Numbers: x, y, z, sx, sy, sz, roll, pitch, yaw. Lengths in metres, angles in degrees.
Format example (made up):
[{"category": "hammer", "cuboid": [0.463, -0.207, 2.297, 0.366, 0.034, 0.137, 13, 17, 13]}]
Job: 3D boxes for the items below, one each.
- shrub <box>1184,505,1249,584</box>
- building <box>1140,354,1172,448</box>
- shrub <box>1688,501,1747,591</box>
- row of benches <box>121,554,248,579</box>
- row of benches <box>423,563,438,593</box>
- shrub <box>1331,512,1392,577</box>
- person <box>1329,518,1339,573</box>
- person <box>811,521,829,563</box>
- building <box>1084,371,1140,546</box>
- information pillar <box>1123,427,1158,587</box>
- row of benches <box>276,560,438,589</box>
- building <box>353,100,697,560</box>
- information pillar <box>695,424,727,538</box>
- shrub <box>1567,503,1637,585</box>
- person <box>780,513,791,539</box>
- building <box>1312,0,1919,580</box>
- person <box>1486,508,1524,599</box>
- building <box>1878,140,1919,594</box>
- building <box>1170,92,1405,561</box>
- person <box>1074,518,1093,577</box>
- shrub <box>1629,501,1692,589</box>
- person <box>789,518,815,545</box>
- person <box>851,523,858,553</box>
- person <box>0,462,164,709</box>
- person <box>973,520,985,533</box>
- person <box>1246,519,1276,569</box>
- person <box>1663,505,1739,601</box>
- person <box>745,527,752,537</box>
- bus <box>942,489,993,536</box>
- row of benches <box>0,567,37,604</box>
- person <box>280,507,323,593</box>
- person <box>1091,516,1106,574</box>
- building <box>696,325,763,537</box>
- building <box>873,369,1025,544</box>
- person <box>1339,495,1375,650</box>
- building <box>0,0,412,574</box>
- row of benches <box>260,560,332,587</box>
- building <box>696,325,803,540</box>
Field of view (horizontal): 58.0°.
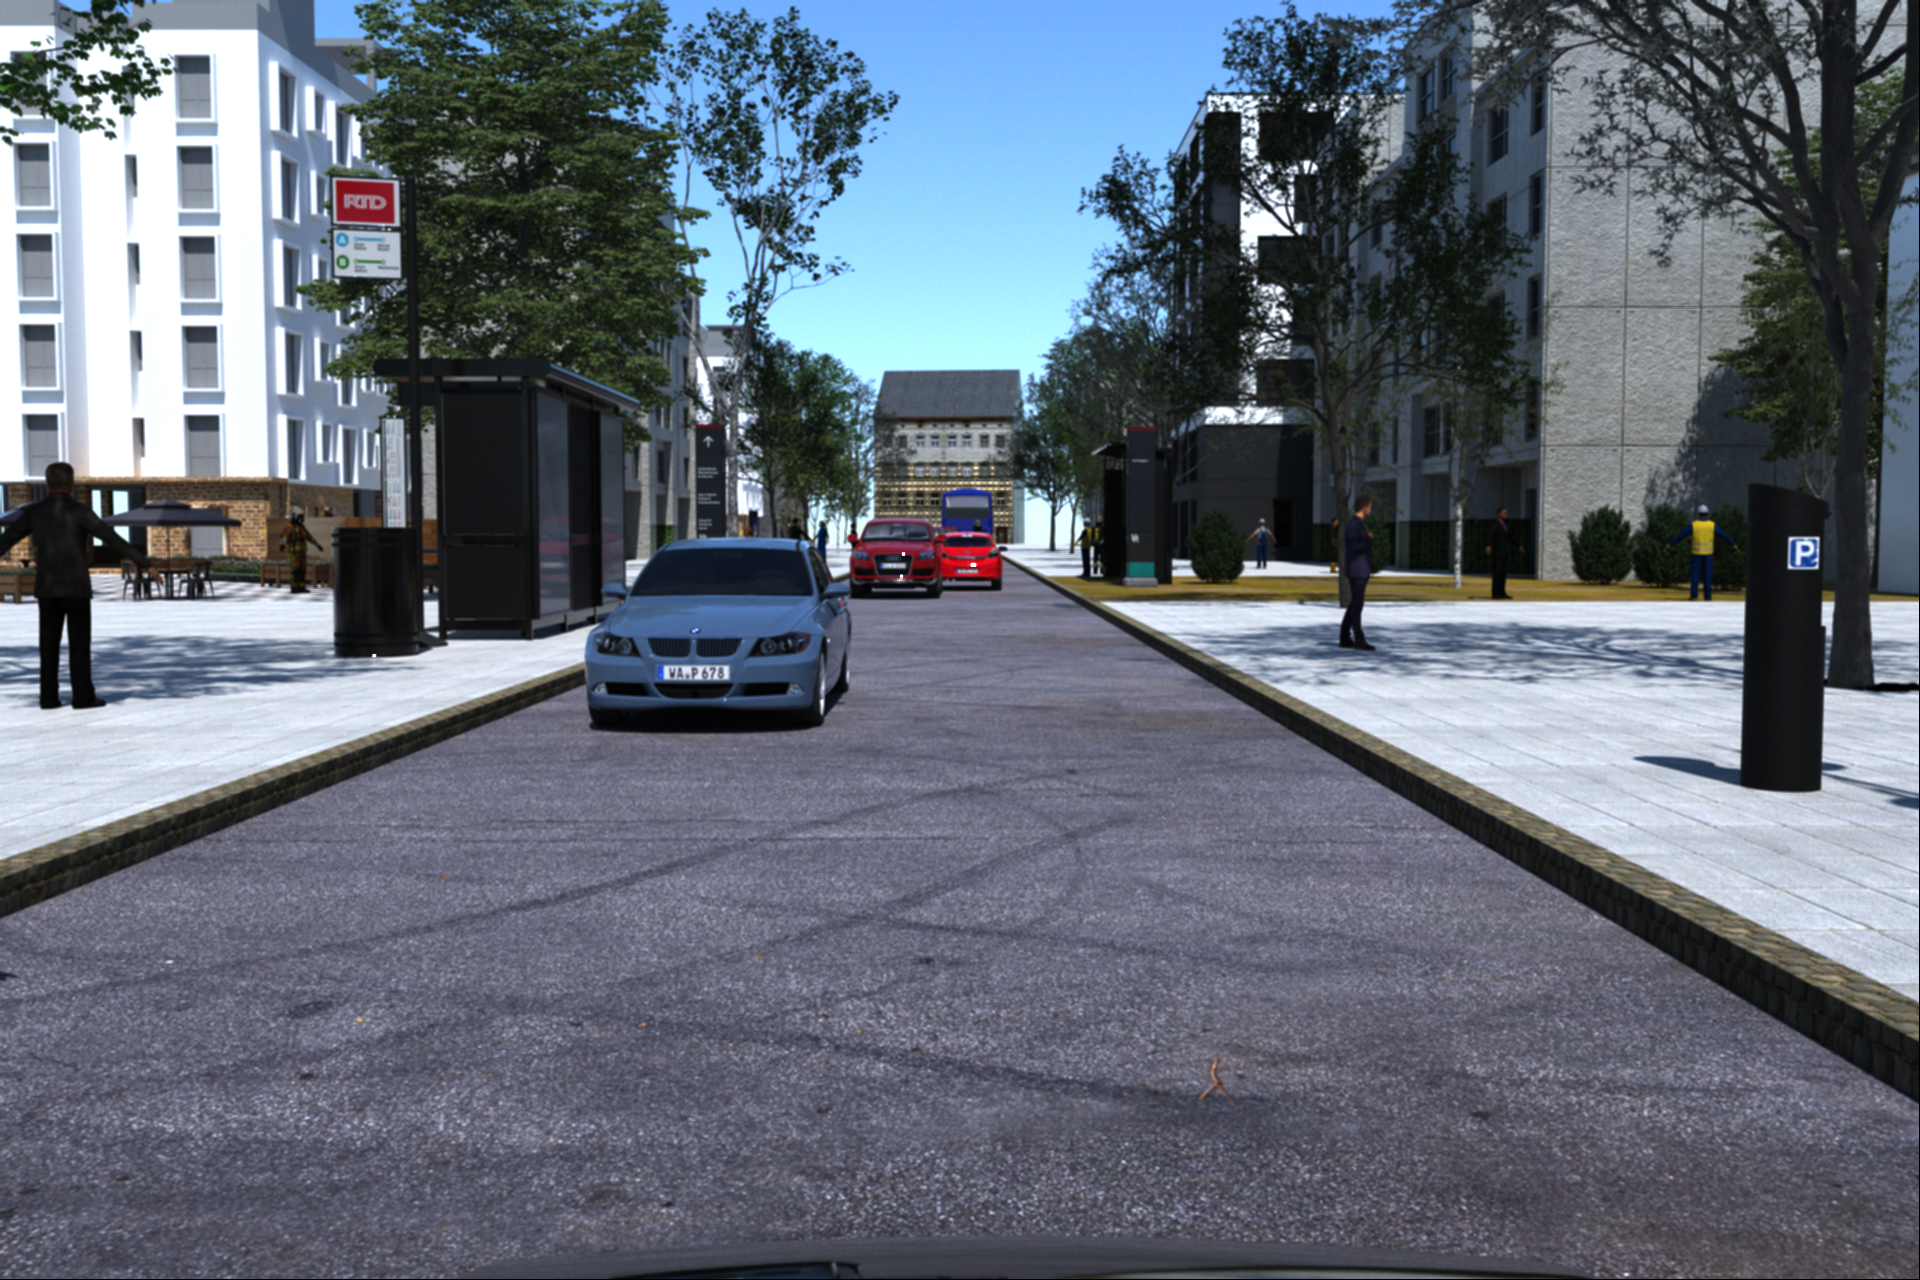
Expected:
[{"category": "shrub", "cuboid": [6.613, -2.457, 44.592, 1.690, 2.028, 1.600, 0, 3, 0]}, {"category": "building", "cuboid": [26.476, -19.950, 157.114, 19.493, 23.208, 18.063, 0, 4, 0]}, {"category": "shrub", "cuboid": [17.291, -2.114, 38.980, 1.690, 2.028, 1.600, 0, 3, 0]}, {"category": "row of benches", "cuboid": [-22.950, -2.208, 51.557, 1.422, 0.672, 4.104, 2, 4, 27]}, {"category": "row of benches", "cuboid": [-11.072, -1.325, 37.133, 4.104, 0.672, 1.422, 1, 4, 23]}, {"category": "shrub", "cuboid": [11.813, -2.868, 50.929, 1.661, 2.075, 1.752, 0, 3, 0]}, {"category": "person", "cuboid": [12.314, -3.102, 56.855, 0.704, 1.812, 1.346, 1, 4, 19]}, {"category": "person", "cuboid": [-5.524, -3.849, 69.066, 0.704, 1.817, 1.347, -2, 4, -33]}, {"category": "building", "cuboid": [22.672, -19.466, 184.725, 16.747, 18.905, 31.486, 0, 4, 0]}, {"category": "information pillar", "cuboid": [4.390, -3.226, 42.119, 0.750, 3.857, 0.750, 0, 4, -2]}, {"category": "row of benches", "cuboid": [-14.174, -1.560, 40.964, 4.104, 0.672, 1.422, 1, 4, 13]}, {"category": "building", "cuboid": [-23.924, -13.465, 86.608, 16.747, 18.905, 31.486, 0, 3, 0]}, {"category": "information pillar", "cuboid": [-5.909, -3.166, 41.141, 0.750, 3.857, 0.750, 0, 3, 0]}, {"category": "shrub", "cuboid": [16.176, -2.417, 43.560, 1.661, 2.075, 1.752, 0, 3, 0]}, {"category": "person", "cuboid": [-4.374, -2.305, 43.811, 0.705, 1.813, 1.348, -1, 4, -9]}, {"category": "building", "cuboid": [24.497, -12.034, 63.213, 16.747, 18.905, 31.486, 0, 4, 0]}, {"category": "person", "cuboid": [10.682, -1.708, 34.143, 1.346, 1.802, 0.704, -3, 5, -43]}, {"category": "building", "cuboid": [24.856, -5.044, 24.613, 9.099, 9.664, 28.070, 0, 4, 0]}, {"category": "building", "cuboid": [25.522, -15.461, 96.755, 27.936, 21.610, 32.646, 0, 4, 0]}, {"category": "person", "cuboid": [3.715, -2.784, 51.983, 0.721, 1.772, 1.216, 2, 4, 27]}, {"category": "shrub", "cuboid": [16.724, -2.263, 41.036, 1.661, 2.075, 1.752, 0, 3, 0]}, {"category": "person", "cuboid": [-5.584, -3.237, 58.866, 1.347, 1.837, 0.705, 1, 4, 20]}, {"category": "person", "cuboid": [-4.331, -3.997, 72.078, 0.721, 1.740, 1.216, 0, 4, -8]}, {"category": "person", "cuboid": [-6.588, -0.402, 12.759, 1.348, 1.807, 0.705, 0, 4, -2]}, {"category": "person", "cuboid": [0.519, -2.713, 52.600, 1.354, 1.856, 0.705, -2, 4, -30]}, {"category": "person", "cuboid": [11.127, -3.552, 63.928, 1.347, 1.847, 0.705, -1, 4, -21]}, {"category": "person", "cuboid": [14.202, -1.663, 33.161, 1.349, 1.833, 0.705, 1, 4, 16]}, {"category": "person", "cuboid": [-4.333, -1.624, 35.820, 0.991, 1.433, 0.599, 1, 4, 15]}, {"category": "bus", "cuboid": [0.392, -6.193, 92.794, 2.896, 3.916, 12.251, 0, 4, 0]}, {"category": "row of benches", "cuboid": [-18.736, -1.068, 32.921, 4.104, 0.672, 1.422, 2, 4, 30]}, {"category": "person", "cuboid": [-14.336, -1.945, 37.566, 0.705, 1.858, 1.354, 1, 4, 17]}, {"category": "person", "cuboid": [4.443, -3.015, 55.069, 1.354, 1.856, 0.705, 2, 4, 27]}, {"category": "building", "cuboid": [-24.426, -18.427, 157.707, 16.016, 20.090, 11.380, 0, 3, 0]}, {"category": "building", "cuboid": [-1.079, -24.301, 230.705, 18.063, 23.208, 19.493, 0, 4, 6]}, {"category": "person", "cuboid": [4.444, -0.755, 19.311, 0.530, 1.710, 0.541, 2, 4, 33]}, {"category": "building", "cuboid": [-26.928, -12.261, 56.883, 16.016, 20.090, 11.380, 0, 3, 0]}, {"category": "row of benches", "cuboid": [-15.001, -1.659, 42.582, 4.104, 0.672, 1.422, 0, 4, -3]}, {"category": "building", "cuboid": [-27.289, -21.871, 188.516, 19.493, 23.208, 18.063, 0, 4, 0]}]
